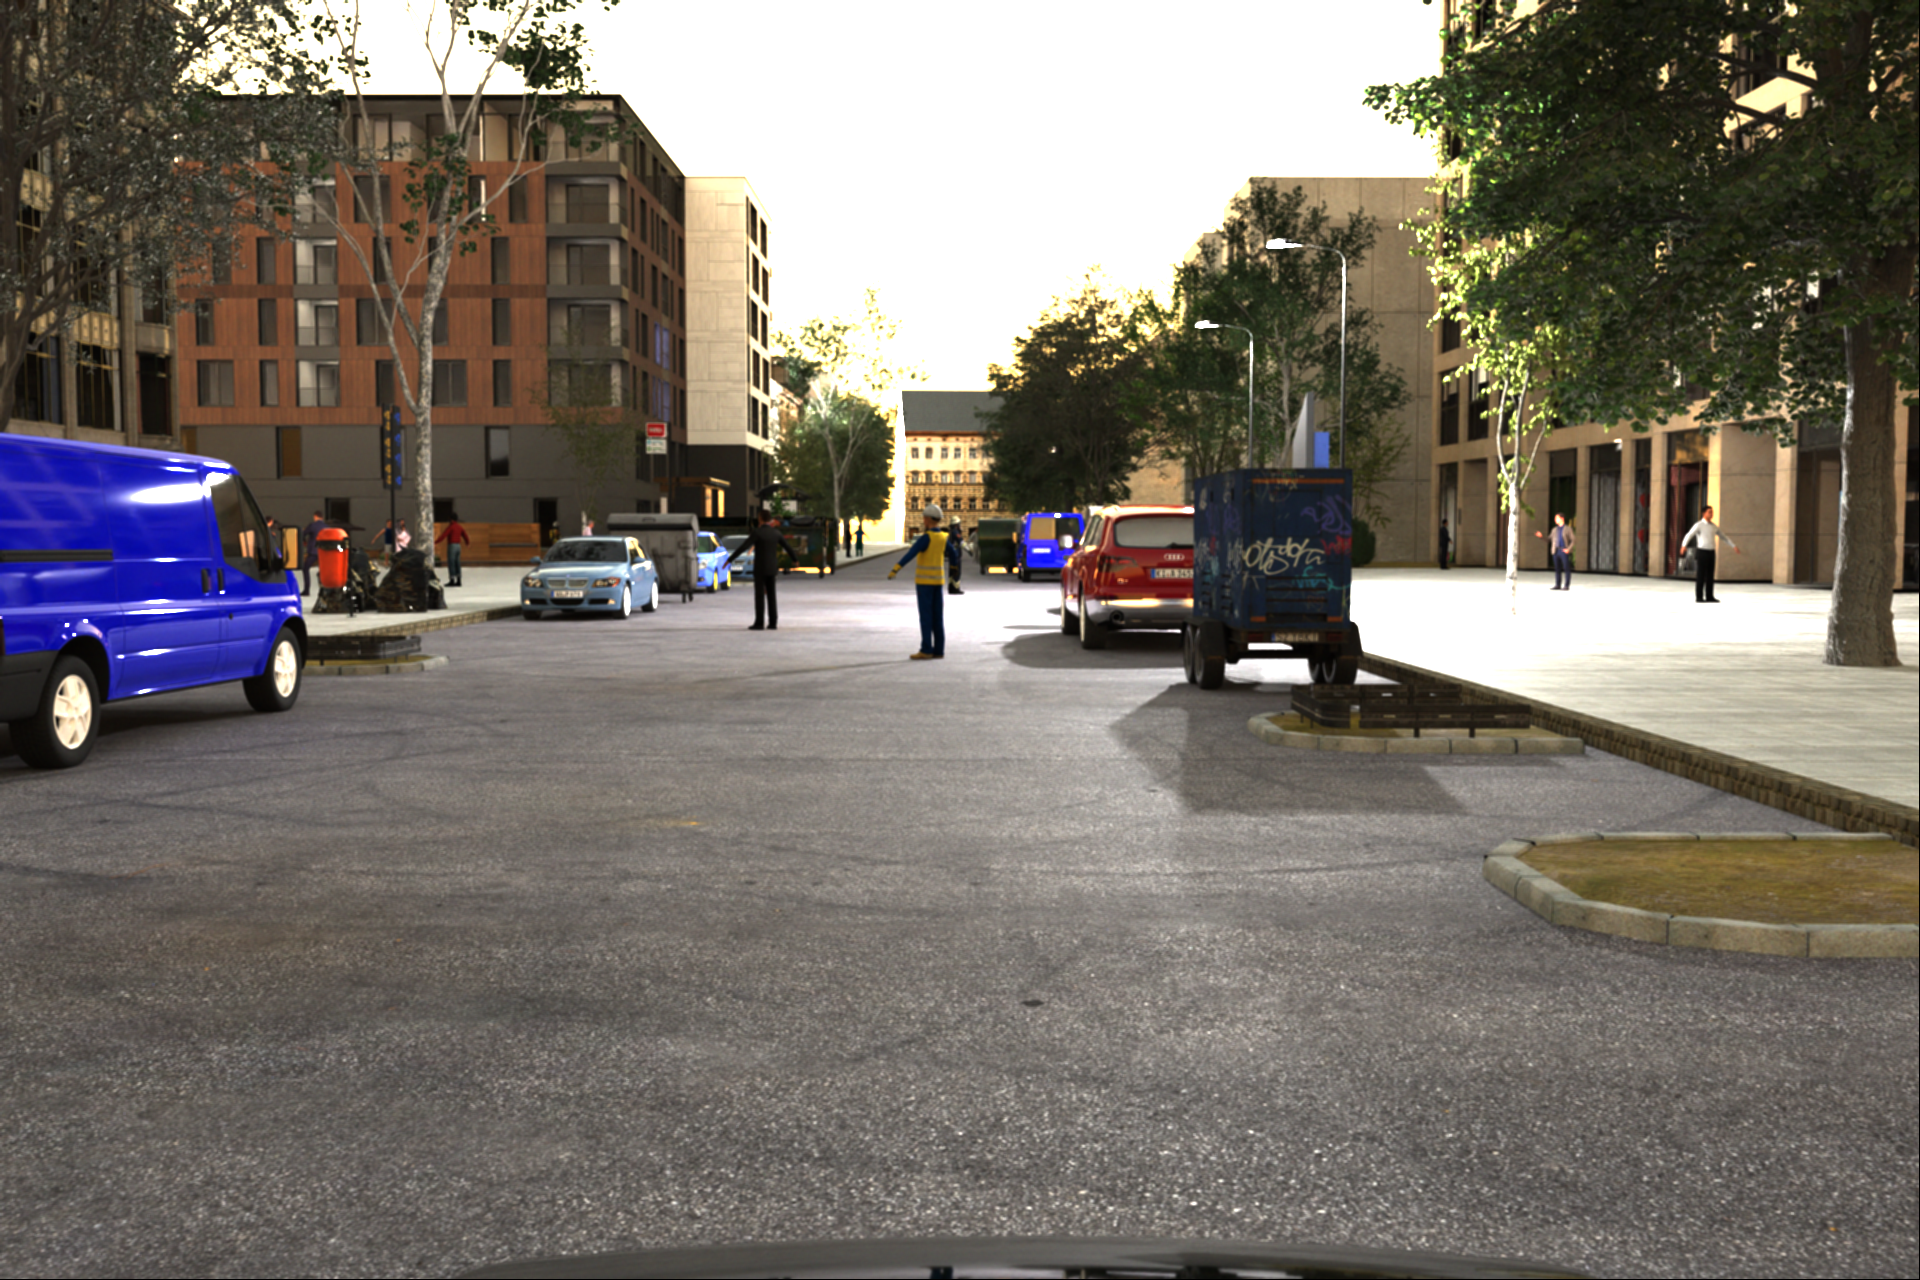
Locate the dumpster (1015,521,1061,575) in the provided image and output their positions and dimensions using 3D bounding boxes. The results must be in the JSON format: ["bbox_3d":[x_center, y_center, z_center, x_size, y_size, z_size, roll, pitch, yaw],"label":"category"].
[{"bbox_3d":[2.775,-3.097,58.851,1.865,1.857,1.264,0,4,-1],"label":"dumpster"}]

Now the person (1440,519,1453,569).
[{"bbox_3d":[17.614,-3.475,62.859,0.704,1.823,1.345,0,4,2],"label":"person"}]

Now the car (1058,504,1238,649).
[{"bbox_3d":[2.490,-0.881,23.079,2.281,1.827,5.304,0,4,-1],"label":"car"}]

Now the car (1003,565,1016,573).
[{"bbox_3d":[2.583,-3.459,65.343,1.959,1.807,4.718,0,4,-1],"label":"car"}]

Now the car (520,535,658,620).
[{"bbox_3d":[-6.456,-1.135,30.567,2.014,1.417,4.499,0,4,0],"label":"car"}]

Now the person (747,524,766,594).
[{"bbox_3d":[-4.736,-1.940,40.980,0.721,1.733,1.217,1,4,17],"label":"person"}]

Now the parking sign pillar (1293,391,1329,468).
[{"bbox_3d":[6.750,-2.752,33.464,1.447,3.967,1.447,0,4,0],"label":"parking sign pillar"}]

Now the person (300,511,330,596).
[{"bbox_3d":[-13.458,-1.805,36.000,0.568,1.767,0.683,3,4,37],"label":"person"}]

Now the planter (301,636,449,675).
[{"bbox_3d":[-6.608,0.159,18.541,1.991,0.319,1.994,0,4,0],"label":"planter"}]

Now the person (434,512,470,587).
[{"bbox_3d":[-12.389,-2.214,42.301,0.704,1.816,1.345,2,4,24],"label":"person"}]

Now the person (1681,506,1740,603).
[{"bbox_3d":[14.003,-1.608,32.441,1.344,1.810,0.704,-1,4,-19],"label":"person"}]

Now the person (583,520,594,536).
[{"bbox_3d":[-11.140,-2.765,52.184,0.436,1.711,0.756,-1,4,-16],"label":"person"}]

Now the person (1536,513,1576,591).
[{"bbox_3d":[13.512,-2.003,39.324,0.750,1.759,0.617,-1,4,-18],"label":"person"}]

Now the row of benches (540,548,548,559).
[{"bbox_3d":[-17.514,-3.780,77.274,4.104,0.672,1.422,-1,4,-19],"label":"row of benches"}]

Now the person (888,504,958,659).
[{"bbox_3d":[-0.397,-0.675,19.963,0.721,1.772,1.216,3,4,37],"label":"person"}]

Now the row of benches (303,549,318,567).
[{"bbox_3d":[-26.005,-3.276,69.020,1.422,0.672,4.104,-1,4,-17],"label":"row of benches"}]

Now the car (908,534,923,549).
[{"bbox_3d":[-2.788,-7.088,127.681,2.131,1.459,4.920,0,4,0],"label":"car"}]

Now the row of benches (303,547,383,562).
[{"bbox_3d":[-28.788,-3.950,80.041,4.104,0.672,1.422,0,4,1],"label":"row of benches"}]

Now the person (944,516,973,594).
[{"bbox_3d":[-0.101,-2.019,41.240,0.705,1.856,1.354,-2,4,-28],"label":"person"}]

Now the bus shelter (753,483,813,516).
[{"bbox_3d":[-7.272,-4.755,71.661,2.014,3.302,5.546,0,4,-1],"label":"bus shelter"}]

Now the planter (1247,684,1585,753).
[{"bbox_3d":[3.097,0.540,12.308,1.991,0.319,1.994,0,4,1],"label":"planter"}]

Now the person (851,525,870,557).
[{"bbox_3d":[-5.751,-5.657,98.619,1.347,1.817,0.704,-2,4,-24],"label":"person"}]

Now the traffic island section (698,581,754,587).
[{"bbox_3d":[-6.655,-1.553,48.252,1.991,0.108,1.994,0,4,0],"label":"traffic island section"}]

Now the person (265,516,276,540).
[{"bbox_3d":[-16.312,-2.071,40.830,0.530,1.710,0.541,-1,4,-18],"label":"person"}]

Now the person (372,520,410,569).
[{"bbox_3d":[-20.731,-3.476,62.996,1.345,1.807,0.704,-2,4,-32],"label":"person"}]

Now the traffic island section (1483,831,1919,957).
[{"bbox_3d":[3.177,0.979,6.853,1.991,0.108,1.994,0,4,0],"label":"traffic island section"}]

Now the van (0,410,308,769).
[{"bbox_3d":[-6.363,-0.480,12.234,2.240,2.365,5.245,0,4,-1],"label":"van"}]

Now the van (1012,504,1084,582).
[{"bbox_3d":[2.758,-2.967,52.895,2.240,2.365,5.245,0,4,-2],"label":"van"}]

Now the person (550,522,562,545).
[{"bbox_3d":[-18.687,-4.557,80.274,0.705,1.858,1.354,-2,4,-34],"label":"person"}]

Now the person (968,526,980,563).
[{"bbox_3d":[0.818,-4.663,84.884,0.705,1.806,1.347,3,5,43],"label":"person"}]

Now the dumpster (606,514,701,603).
[{"bbox_3d":[-6.424,-1.717,36.293,1.865,1.857,1.264,0,4,0],"label":"dumpster"}]

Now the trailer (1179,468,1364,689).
[{"bbox_3d":[2.884,-0.609,17.009,1.471,1.999,3.904,0,4,-1],"label":"trailer"}]

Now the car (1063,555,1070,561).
[{"bbox_3d":[2.934,-1.357,31.982,2.009,1.686,4.222,0,4,0],"label":"car"}]

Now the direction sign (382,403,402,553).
[{"bbox_3d":[-9.970,-2.352,30.460,0.379,3.537,0.876,0,4,0],"label":"direction sign"}]

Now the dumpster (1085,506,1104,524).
[{"bbox_3d":[2.858,-1.140,26.859,1.865,1.857,1.264,0,4,-1],"label":"dumpster"}]

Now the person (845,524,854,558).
[{"bbox_3d":[-6.071,-5.438,94.843,0.705,1.837,1.347,-1,4,-15],"label":"person"}]

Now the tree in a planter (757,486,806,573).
[{"bbox_3d":[-6.772,-4.116,64.521,1.991,3.239,1.994,0,4,0],"label":"tree in a planter"}]

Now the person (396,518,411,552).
[{"bbox_3d":[-15.941,-2.611,49.403,0.621,1.740,0.551,1,4,12],"label":"person"}]

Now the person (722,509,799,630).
[{"bbox_3d":[-2.945,-1.061,26.022,1.346,1.802,0.704,-3,5,-39],"label":"person"}]

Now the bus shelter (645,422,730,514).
[{"bbox_3d":[-10.220,-5.335,64.864,2.179,5.291,8.768,0,4,-1],"label":"bus shelter"}]

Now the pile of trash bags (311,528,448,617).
[{"bbox_3d":[-9.651,-1.127,28.177,1.912,1.369,3.447,0,4,0],"label":"pile of trash bags"}]

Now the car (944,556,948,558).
[{"bbox_3d":[-0.879,-4.982,93.815,2.083,1.381,4.827,0,4,-1],"label":"car"}]
